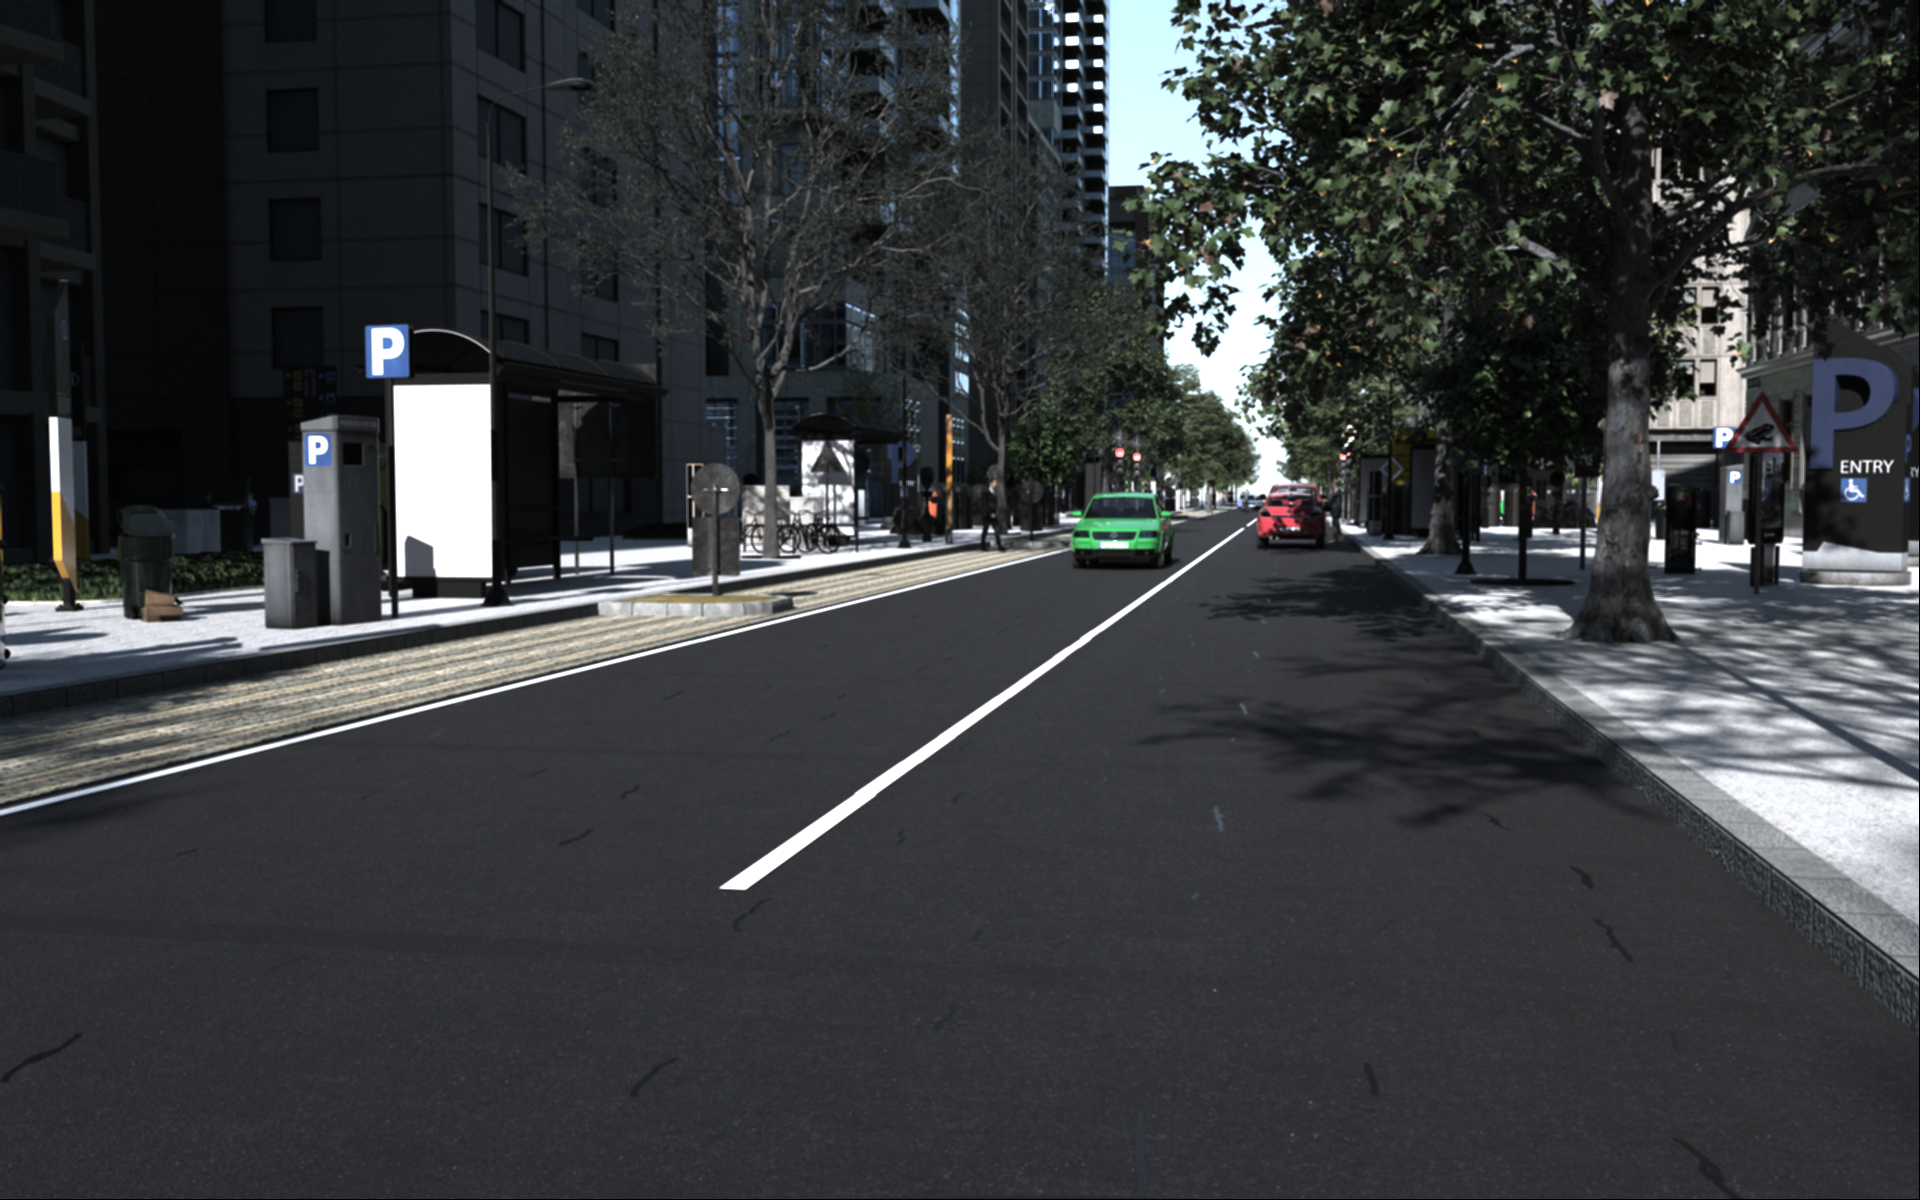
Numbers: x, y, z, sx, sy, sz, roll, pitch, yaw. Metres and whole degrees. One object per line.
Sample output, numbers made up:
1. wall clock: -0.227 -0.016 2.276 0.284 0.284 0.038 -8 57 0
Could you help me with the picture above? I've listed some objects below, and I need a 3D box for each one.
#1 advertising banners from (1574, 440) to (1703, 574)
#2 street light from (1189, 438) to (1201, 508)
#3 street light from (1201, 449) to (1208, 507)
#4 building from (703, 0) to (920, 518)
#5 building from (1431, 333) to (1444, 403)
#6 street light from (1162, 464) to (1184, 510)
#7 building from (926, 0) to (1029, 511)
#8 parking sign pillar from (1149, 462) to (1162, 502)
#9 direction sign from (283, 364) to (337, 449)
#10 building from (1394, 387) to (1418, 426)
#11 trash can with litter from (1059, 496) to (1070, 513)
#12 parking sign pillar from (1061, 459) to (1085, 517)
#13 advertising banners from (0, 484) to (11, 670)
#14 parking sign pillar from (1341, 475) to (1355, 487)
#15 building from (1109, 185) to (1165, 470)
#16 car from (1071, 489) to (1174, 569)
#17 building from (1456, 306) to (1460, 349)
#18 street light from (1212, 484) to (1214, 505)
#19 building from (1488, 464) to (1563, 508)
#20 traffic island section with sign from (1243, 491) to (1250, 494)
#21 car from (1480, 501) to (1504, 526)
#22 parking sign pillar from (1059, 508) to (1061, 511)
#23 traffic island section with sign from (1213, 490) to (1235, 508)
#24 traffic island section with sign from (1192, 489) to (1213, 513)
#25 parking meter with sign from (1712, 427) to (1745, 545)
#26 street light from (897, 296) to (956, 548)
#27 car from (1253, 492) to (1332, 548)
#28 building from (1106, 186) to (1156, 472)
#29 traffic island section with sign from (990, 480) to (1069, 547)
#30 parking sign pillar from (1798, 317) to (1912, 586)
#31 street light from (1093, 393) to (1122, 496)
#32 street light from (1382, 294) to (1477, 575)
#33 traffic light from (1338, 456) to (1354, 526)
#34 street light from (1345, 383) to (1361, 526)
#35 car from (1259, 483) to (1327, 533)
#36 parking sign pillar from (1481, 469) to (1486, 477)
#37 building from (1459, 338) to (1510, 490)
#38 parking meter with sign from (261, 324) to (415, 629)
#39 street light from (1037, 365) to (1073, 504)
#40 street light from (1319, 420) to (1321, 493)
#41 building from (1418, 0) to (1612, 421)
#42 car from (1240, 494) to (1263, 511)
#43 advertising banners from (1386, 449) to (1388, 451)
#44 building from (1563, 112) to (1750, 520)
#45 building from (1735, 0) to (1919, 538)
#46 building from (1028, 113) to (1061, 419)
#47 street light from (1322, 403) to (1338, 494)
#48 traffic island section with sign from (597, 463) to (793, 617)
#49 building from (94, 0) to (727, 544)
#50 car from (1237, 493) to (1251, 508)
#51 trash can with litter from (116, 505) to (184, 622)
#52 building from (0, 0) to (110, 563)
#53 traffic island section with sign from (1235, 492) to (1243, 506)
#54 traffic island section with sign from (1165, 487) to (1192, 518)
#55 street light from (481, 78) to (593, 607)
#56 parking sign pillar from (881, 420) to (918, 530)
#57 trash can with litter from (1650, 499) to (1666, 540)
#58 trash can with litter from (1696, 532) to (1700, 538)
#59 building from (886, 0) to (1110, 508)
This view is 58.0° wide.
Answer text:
1. advertising banners: 10.896 -1.946 28.011 2.074 3.025 0.090 1 4 17
2. street light: 18.934 -10.461 143.574 1.470 5.913 1.316 1 4 11
3. street light: 21.179 -11.153 154.886 1.470 5.913 1.316 1 4 11
4. building: -11.302 -48.623 107.661 22.319 86.520 31.000 1 4 11
5. building: 55.843 -32.187 176.363 14.600 45.320 14.200 1 4 11
6. street light: 14.894 -9.169 122.462 1.470 5.913 1.316 1 4 11
7. building: -3.025 -42.976 140.902 20.563 71.187 20.611 1 4 11
8. parking sign pillar: 14.731 -8.790 132.189 1.447 3.967 1.447 -1 4 -13
9. direction sign: -11.370 -2.348 30.390 0.876 3.537 0.379 -2 4 -28
10. building: 72.688 -35.592 265.531 14.154 41.232 14.086 1 4 11
11. trash can with litter: 7.174 -6.713 120.817 1.678 1.210 2.233 -2 4 -33
12. parking sign pillar: 6.663 -6.641 97.054 1.447 3.967 1.447 0 4 -8
13. advertising banners: -6.785 -0.967 12.002 0.090 3.025 2.074 -2 4 -23
14. parking sign pillar: 29.616 -8.799 132.327 1.447 3.967 1.447 -2 4 -31
15. building: 21.003 -39.852 275.280 21.300 48.544 21.600 1 4 11
16. car: 3.293 -1.584 34.689 1.959 1.807 4.718 1 4 10
17. building: 52.699 -23.935 163.033 14.160 30.474 14.107 1 4 11
18. street light: 25.203 -12.460 176.262 1.470 5.913 1.316 1 4 11
19. building: 43.098 -19.509 112.478 14.314 27.812 24.014 1 4 11
20. traffic island section with sign: 42.320 -15.241 257.824 1.989 1.847 2.006 1 4 11
21. car: 21.440 -4.002 74.234 4.718 1.807 1.959 1 4 9
22. parking sign pillar: 8.395 -8.871 133.505 1.447 3.967 1.447 -3 5 -40
23. traffic island section with sign: 26.866 -10.315 177.282 1.989 1.847 2.006 1 4 11
24. traffic island section with sign: 17.526 -7.341 128.648 1.989 1.847 2.006 1 4 11
25. parking meter with sign: 19.779 -2.948 44.453 0.543 3.016 1.738 1 4 10
26. street light: -0.785 -4.171 40.736 1.470 5.913 1.316 1 4 11
27. car: 9.065 -2.340 47.295 2.155 1.783 4.494 1 4 12
28. building: 21.495 -37.084 256.427 14.600 45.320 14.200 1 4 11
29. traffic island section with sign: 1.965 -2.382 47.576 1.989 1.847 2.006 1 4 11
30. parking sign pillar: 12.845 -2.220 24.767 1.447 3.967 1.447 3 5 40
31. street light: 6.741 -6.563 79.839 1.470 5.913 1.316 1 4 11
32. street light: 7.561 -3.371 27.657 1.470 5.913 1.316 1 4 11
33. traffic light: 15.705 -4.958 69.979 0.839 4.253 0.868 1 4 11
34. street light: 11.565 -4.663 48.777 1.470 5.913 1.316 1 4 11
35. car: 11.380 -3.084 59.101 2.281 1.827 5.304 1 4 9
36. parking sign pillar: 31.273 -7.115 104.799 1.447 3.967 1.447 -1 4 -12
37. building: 46.773 -18.017 136.382 13.314 21.916 24.055 1 4 11
38. parking meter with sign: -6.159 -1.278 17.163 0.543 3.016 1.738 1 4 20
39. street light: 3.346 -5.485 62.226 1.470 5.913 1.316 1 4 11
40. street light: 18.985 -7.050 87.804 1.470 5.913 1.316 1 4 11
41. building: 63.170 -40.038 196.624 21.231 58.520 28.212 1 4 11
42. car: 24.635 -8.199 146.061 2.014 1.417 4.499 1 4 10
43. advertising banners: 16.335 -4.261 65.862 0.090 3.025 2.074 0 4 6
44. building: 42.755 -16.609 89.579 19.932 24.808 12.078 1 4 11
45. building: 28.620 -12.791 45.291 11.583 22.565 21.152 1 4 11
46. building: -3.846 -29.271 170.465 32.217 40.220 23.993 1 4 11
47. street light: 15.477 -5.956 69.914 1.470 5.913 1.316 1 4 11
48. traffic island section with sign: -3.123 -0.763 21.104 1.989 1.847 2.006 1 4 11
49. building: -20.515 -37.592 52.878 20.611 71.187 20.563 1 4 11
50. car: 28.930 -10.085 174.474 1.945 1.707 3.694 1 4 13
51. trash can with litter: -8.224 -0.390 17.765 0.624 1.170 1.055 -3 5 -41
52. building: -27.632 -22.586 23.909 22.147 44.769 28.867 1 4 11
53. traffic island section with sign: 31.982 -11.943 203.897 1.989 1.847 2.006 1 4 11
54. traffic island section with sign: 12.448 -5.721 102.173 1.989 1.847 2.006 1 4 11
55. street light: -4.789 -2.879 19.616 1.470 5.913 1.316 1 4 11
56. parking sign pillar: -2.174 -4.561 63.039 1.447 3.967 1.447 -3 5 -39
57. trash can with litter: 19.568 -2.284 48.734 1.055 1.170 0.624 1 4 23
58. trash can with litter: 21.104 -2.408 50.750 1.055 1.170 0.624 -1 4 -20
59. building: 6.351 -53.971 195.091 22.319 86.520 31.000 1 4 11
